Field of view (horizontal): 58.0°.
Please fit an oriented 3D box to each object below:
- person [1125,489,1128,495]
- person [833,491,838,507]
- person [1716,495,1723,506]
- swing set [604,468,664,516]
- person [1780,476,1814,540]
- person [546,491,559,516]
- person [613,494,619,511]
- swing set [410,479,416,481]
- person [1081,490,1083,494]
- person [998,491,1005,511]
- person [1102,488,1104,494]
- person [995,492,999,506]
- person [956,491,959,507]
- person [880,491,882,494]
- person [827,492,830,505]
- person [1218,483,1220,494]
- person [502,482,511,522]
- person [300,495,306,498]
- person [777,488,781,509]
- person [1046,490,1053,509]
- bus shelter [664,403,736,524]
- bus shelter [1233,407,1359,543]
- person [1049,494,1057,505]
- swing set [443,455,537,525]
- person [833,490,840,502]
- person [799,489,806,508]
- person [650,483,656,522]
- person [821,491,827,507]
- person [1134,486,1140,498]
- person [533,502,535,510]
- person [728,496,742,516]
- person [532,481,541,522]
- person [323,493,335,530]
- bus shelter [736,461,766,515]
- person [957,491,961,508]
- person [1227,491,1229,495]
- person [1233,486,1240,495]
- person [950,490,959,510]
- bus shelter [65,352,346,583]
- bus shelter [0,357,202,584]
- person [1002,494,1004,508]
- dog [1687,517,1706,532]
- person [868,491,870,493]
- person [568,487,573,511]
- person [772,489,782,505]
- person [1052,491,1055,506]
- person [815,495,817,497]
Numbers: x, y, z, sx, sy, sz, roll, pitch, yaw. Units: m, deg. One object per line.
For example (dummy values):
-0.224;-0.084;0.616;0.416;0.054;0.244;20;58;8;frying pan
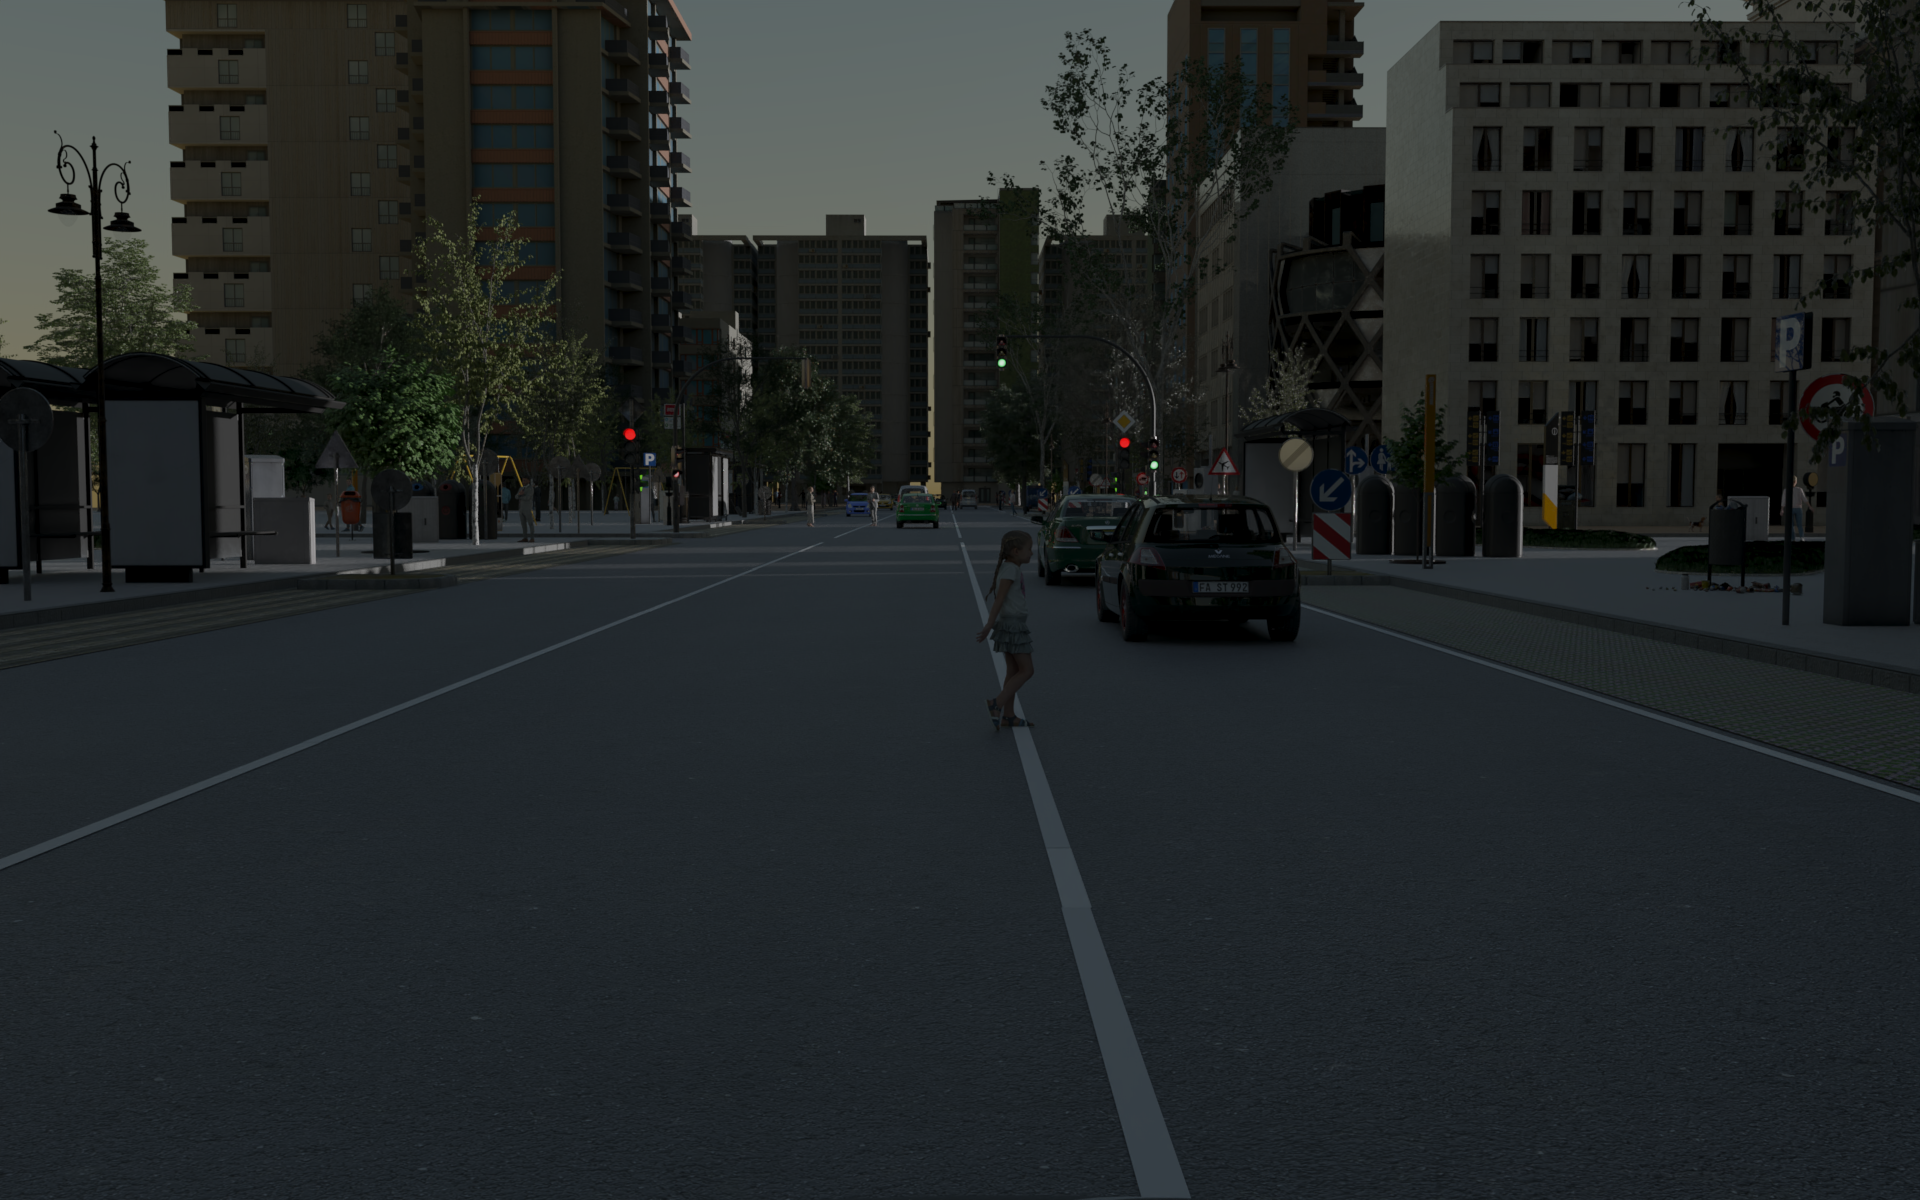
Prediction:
17.259;-10.684;180.590;0.599;1.838;0.709;0;4;3;person
-12.359;-10.046;171.221;0.530;1.710;0.541;0;4;1;person
25.225;-2.870;57.639;0.373;1.253;0.362;1;4;20;person
-19.326;-6.448;103.052;3.119;2.851;2.862;-3;5;-43;swing set
20.932;-2.232;43.210;0.731;1.740;0.598;0;4;5;person
-24.338;-5.914;103.482;0.760;1.731;0.466;-2;4;-26;person
-26.050;-7.395;131.234;0.425;1.301;0.394;-2;4;-27;person
-37.308;-7.601;121.899;3.119;2.851;2.862;1;4;14;swing set
7.802;-6.541;113.017;0.581;1.822;0.654;2;4;31;person
3.579;-8.648;150.621;0.721;1.735;1.217;2;4;27;person
13.117;-9.294;158.135;0.705;1.807;1.348;-3;5;-39;person
4.149;-11.262;194.107;0.415;1.643;0.593;0;4;5;person
-0.212;-11.478;196.161;0.705;1.824;1.348;-3;4;-38;person
-8.357;-10.823;186.244;0.721;1.735;1.217;-3;5;-40;person
-16.183;-12.536;214.017;0.434;1.755;0.990;-3;4;-37;person
11.404;-4.342;77.308;0.850;1.792;0.678;0;4;2;person
-20.975;-4.501;79.647;0.660;1.820;0.620;-3;4;-37;person
-24.943;-3.376;65.918;0.373;1.253;0.362;1;4;12;person
-16.098;-9.043;153.864;0.705;1.831;1.348;0;4;-1;person
7.779;-8.924;152.743;0.721;1.735;1.217;-2;4;-35;person
-12.035;-6.225;79.417;2.179;5.291;8.768;0;4;0;bus shelter
8.278;-3.017;43.257;2.014;3.302;5.546;0;4;-1;bus shelter
10.654;-11.720;197.808;1.348;1.807;0.705;-3;5;-43;person
-19.291;-4.438;70.179;2.862;2.851;3.119;2;4;26;swing set
-14.249;-11.674;197.640;1.217;1.735;0.721;1;4;10;person
-14.399;-9.350;159.733;1.217;1.723;0.721;2;4;30;person
-14.111;-4.427;78.604;0.537;1.800;0.526;1;4;11;person
-13.944;-10.434;177.301;0.621;1.740;0.551;2;4;23;person
11.760;-6.671;115.091;0.573;1.828;0.580;-2;4;-28;person
-28.442;-6.328;115.001;1.012;1.151;0.738;0;4;7;person
-13.264;-5.716;99.714;1.509;1.804;0.699;-1;4;-17;person
-19.771;-4.605;80.702;0.474;1.900;0.648;0;4;-7;person
-22.679;-3.184;62.366;0.640;1.303;0.475;2;4;28;person
-14.041;-8.212;111.895;2.179;5.291;8.768;0;4;0;bus shelter
-0.004;-10.427;179.787;0.445;1.727;0.742;1;4;23;person
15.186;-5.633;98.686;0.519;1.759;0.362;3;5;41;person
17.775;-6.434;111.596;0.694;1.780;0.624;3;5;40;person
-0.519;-8.721;151.646;0.990;1.755;0.434;3;5;42;person
-11.660;-2.049;27.426;2.014;3.302;5.546;0;4;0;bus shelter
-14.119;-2.026;27.048;2.014;3.302;5.546;0;4;0;bus shelter
4.491;-10.358;181.081;0.599;1.433;0.991;0;3;0;person
25.001;-2.566;58.790;0.540;0.507;0.406;0;4;7;dog
-10.536;-11.846;202.713;0.617;1.759;0.750;3;5;42;person
-28.893;-7.527;129.085;0.580;1.828;0.573;1;4;15;person
-20.695;-11.586;195.457;1.348;1.826;0.705;-1;4;-20;person
10.045;-10.937;185.667;0.445;1.727;0.742;3;5;41;person
-15.996;-11.100;188.462;0.756;1.711;0.436;2;4;27;person
